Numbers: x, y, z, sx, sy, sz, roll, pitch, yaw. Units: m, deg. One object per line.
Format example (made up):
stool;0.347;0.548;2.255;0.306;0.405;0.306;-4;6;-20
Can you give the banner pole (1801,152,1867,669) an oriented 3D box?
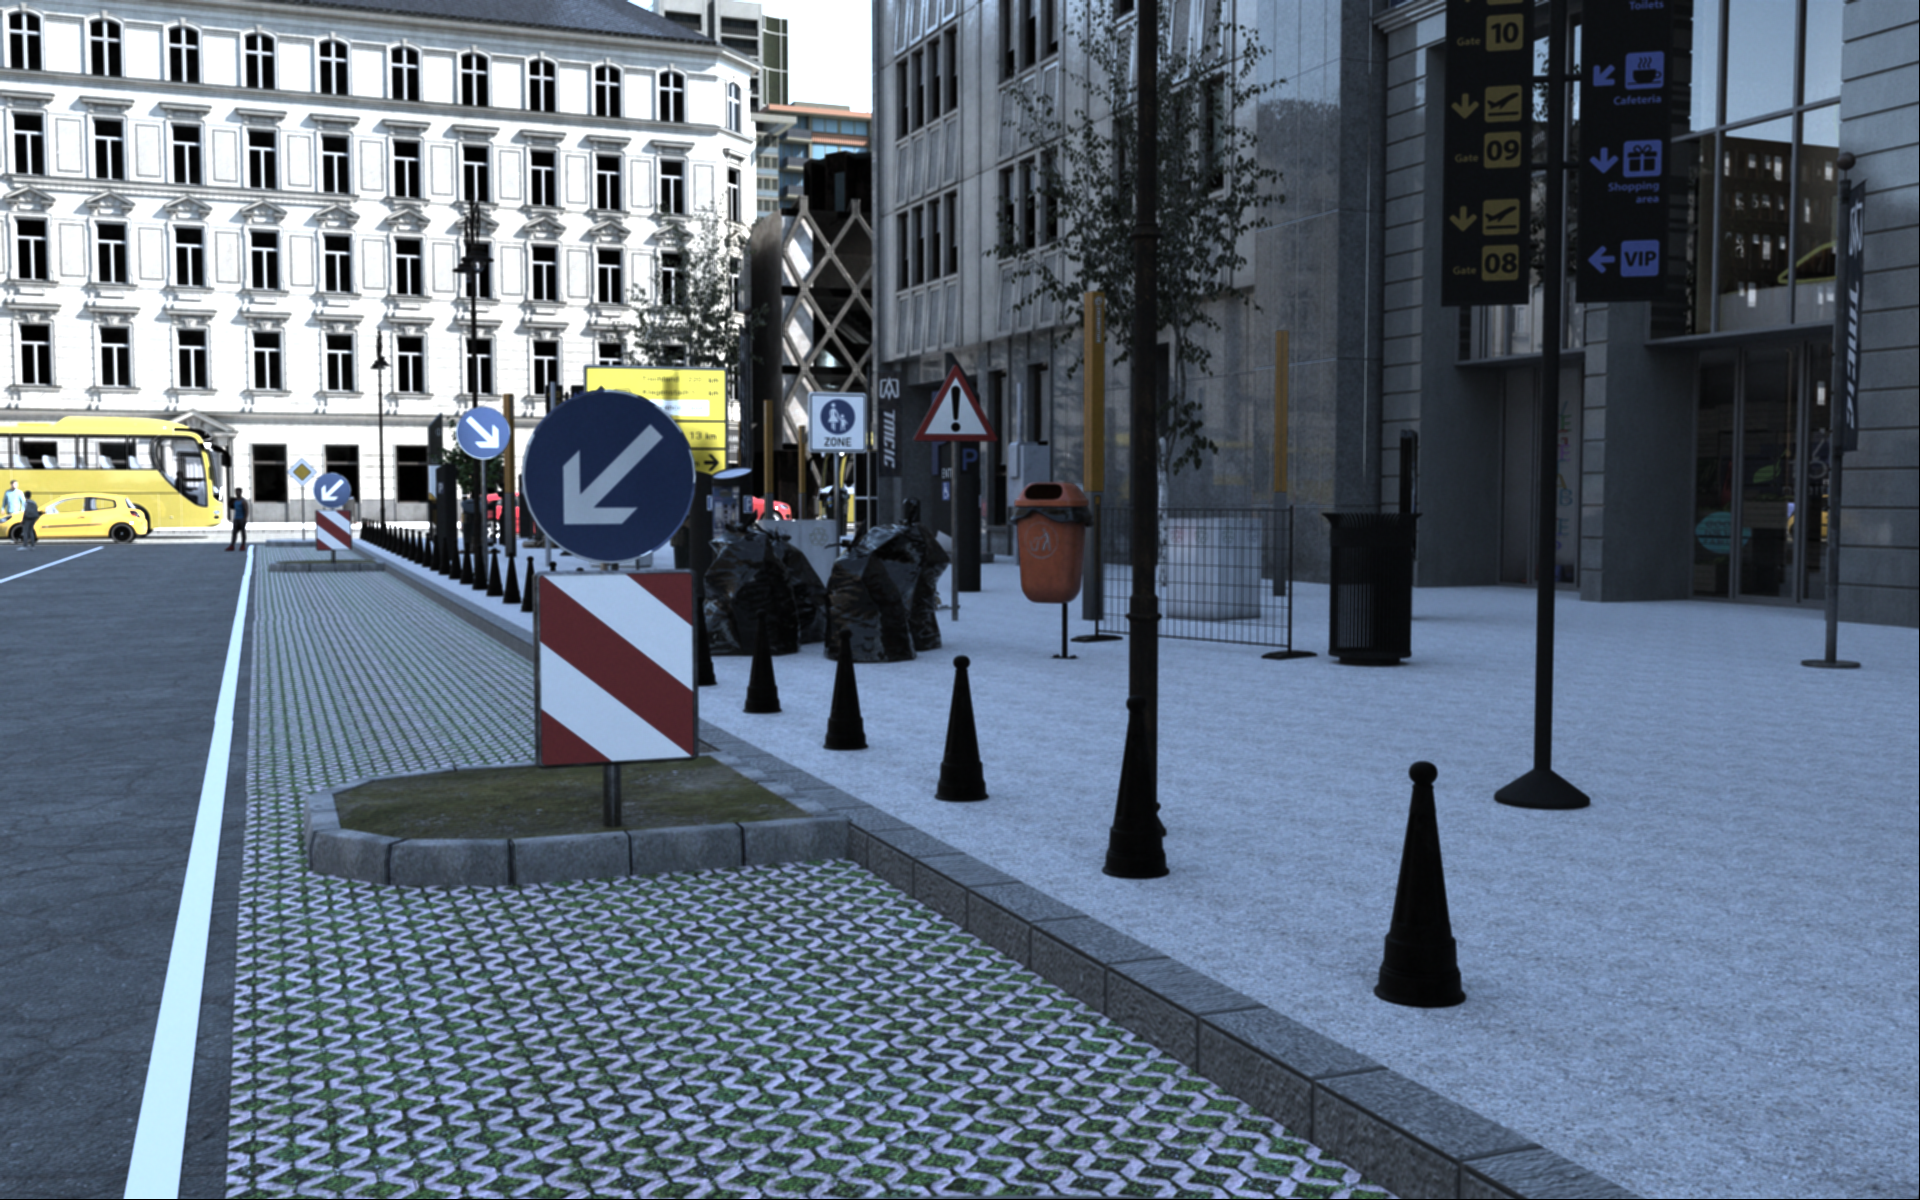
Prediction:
banner pole;6.431;-1.380;12.580;0.401;3.779;0.863;1;4;15

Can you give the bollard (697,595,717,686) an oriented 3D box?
bollard;-1.753;0.268;11.659;0.229;0.601;0.229;0;3;0

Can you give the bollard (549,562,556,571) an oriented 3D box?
bollard;-4.100;-0.087;17.456;0.229;0.601;0.229;0;3;0

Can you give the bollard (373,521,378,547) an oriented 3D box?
bollard;-14.063;-1.594;42.099;0.229;0.601;0.229;0;3;0

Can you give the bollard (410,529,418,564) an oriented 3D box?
bollard;-9.967;-0.974;31.962;0.229;0.601;0.229;0;3;0

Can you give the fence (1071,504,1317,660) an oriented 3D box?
fence;1.895;-0.193;14.366;0.480;1.192;2.264;-3;5;-42

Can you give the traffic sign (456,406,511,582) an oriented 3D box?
traffic sign;-6.940;-1.539;25.272;0.768;2.556;0.104;-1;4;-15

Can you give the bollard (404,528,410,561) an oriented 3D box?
bollard;-10.548;-1.062;33.409;0.229;0.601;0.229;0;3;0

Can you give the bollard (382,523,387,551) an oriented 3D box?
bollard;-12.889;-1.416;39.198;0.229;0.601;0.229;0;3;0

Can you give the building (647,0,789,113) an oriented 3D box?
building;-35.280;-49.886;253.886;20.611;71.187;20.563;-1;4;-22

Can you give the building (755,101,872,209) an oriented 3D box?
building;-15.718;-33.173;197.001;28.867;44.769;22.147;-1;4;-22

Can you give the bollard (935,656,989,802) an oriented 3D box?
bollard;0.007;0.534;7.308;0.229;0.601;0.229;0;3;0

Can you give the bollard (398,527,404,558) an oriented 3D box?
bollard;-11.133;-1.151;34.855;0.229;0.601;0.229;0;3;0

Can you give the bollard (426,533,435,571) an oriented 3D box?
bollard;-8.789;-0.796;29.063;0.229;0.601;0.229;0;3;0

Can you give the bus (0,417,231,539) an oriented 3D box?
bus;-29.883;-3.890;55.142;12.252;3.916;2.896;-1;4;-21

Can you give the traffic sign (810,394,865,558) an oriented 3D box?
traffic sign;-1.244;-0.942;17.529;0.606;2.300;0.079;-1;4;-21

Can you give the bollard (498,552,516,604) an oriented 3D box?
bollard;-5.272;-0.265;20.371;0.229;0.601;0.229;0;3;0

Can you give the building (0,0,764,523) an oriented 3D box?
building;-32.365;-18.763;83.186;44.131;29.872;17.030;-1;4;-22

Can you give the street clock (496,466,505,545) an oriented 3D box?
street clock;-11.588;-2.410;43.967;0.471;2.002;0.358;1;4;17

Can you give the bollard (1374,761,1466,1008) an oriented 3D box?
bollard;1.177;0.711;4.417;0.229;0.601;0.229;0;3;0

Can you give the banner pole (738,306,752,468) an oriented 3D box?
banner pole;-2.841;-2.014;22.938;0.401;3.779;0.863;0;4;3

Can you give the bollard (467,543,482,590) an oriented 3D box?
bollard;-6.447;-0.442;23.266;0.229;0.601;0.229;0;3;0

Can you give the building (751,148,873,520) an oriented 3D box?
building;-3.239;-13.846;93.827;16.811;18.784;16.820;-1;4;-22

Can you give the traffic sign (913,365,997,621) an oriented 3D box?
traffic sign;-0.053;-1.069;17.486;0.884;2.594;0.081;-1;4;-18

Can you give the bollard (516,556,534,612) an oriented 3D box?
bollard;-4.691;-0.176;18.924;0.229;0.601;0.229;0;3;0

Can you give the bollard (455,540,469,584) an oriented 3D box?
bollard;-7.032;-0.530;24.712;0.229;0.601;0.229;0;3;0

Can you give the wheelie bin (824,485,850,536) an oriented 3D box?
wheelie bin;-3.766;-2.770;53.201;0.693;1.594;0.980;1;4;11

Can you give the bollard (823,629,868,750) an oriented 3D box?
bollard;-0.580;0.445;8.760;0.229;0.601;0.229;0;3;0

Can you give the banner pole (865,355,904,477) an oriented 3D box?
banner pole;-1.414;-2.515;31.143;0.863;3.779;0.401;1;4;17

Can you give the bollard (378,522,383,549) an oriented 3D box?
bollard;-13.478;-1.505;40.653;0.229;0.601;0.229;0;3;0

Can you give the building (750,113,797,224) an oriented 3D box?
building;-33.931;-28.843;163.463;32.217;40.220;23.993;-1;4;-22

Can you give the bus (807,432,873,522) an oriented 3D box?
bus;0.174;-4.766;69.468;12.252;3.916;2.896;-1;4;-21

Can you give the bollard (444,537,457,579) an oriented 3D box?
bollard;-7.616;-0.619;26.161;0.229;0.601;0.229;0;3;0

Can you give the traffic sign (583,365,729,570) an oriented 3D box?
traffic sign;-4.821;-2.062;27.583;2.265;3.308;0.079;-1;4;-15

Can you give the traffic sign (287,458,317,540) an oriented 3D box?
traffic sign;-18.173;-2.706;47.891;0.795;2.450;0.064;-1;4;-22

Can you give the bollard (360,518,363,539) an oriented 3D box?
bollard;-16.424;-1.950;47.921;0.229;0.601;0.229;0;3;0

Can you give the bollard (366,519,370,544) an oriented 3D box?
bollard;-15.237;-1.771;44.990;0.229;0.601;0.229;0;3;0

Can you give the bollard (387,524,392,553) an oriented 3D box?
bollard;-12.307;-1.328;37.751;0.229;0.601;0.229;0;3;0

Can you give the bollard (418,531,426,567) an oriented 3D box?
bollard;-9.375;-0.885;30.519;0.229;0.601;0.229;0;3;0

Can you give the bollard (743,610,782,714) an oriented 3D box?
bollard;-1.167;0.356;10.213;0.229;0.601;0.229;0;3;0

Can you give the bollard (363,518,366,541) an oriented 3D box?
bollard;-15.826;-1.860;46.459;0.229;0.601;0.229;0;3;0

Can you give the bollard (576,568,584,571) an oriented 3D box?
bollard;-3.508;0.002;16.005;0.229;0.601;0.229;0;3;0

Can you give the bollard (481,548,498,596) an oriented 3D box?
bollard;-5.861;-0.353;21.821;0.229;0.601;0.229;0;3;0

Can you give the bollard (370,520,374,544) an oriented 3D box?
bollard;-14.645;-1.682;43.546;0.229;0.601;0.229;0;3;0

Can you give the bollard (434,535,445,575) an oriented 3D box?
bollard;-8.205;-0.707;27.605;0.229;0.601;0.229;0;3;0

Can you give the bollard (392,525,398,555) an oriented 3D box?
bollard;-11.719;-1.239;36.303;0.229;0.601;0.229;0;3;0

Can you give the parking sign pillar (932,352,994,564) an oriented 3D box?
parking sign pillar;-0.079;-2.688;32.414;1.447;3.967;1.447;-2;4;-24

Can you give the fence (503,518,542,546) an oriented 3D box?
fence;-10.358;-1.707;43.277;2.069;0.683;0.278;-1;4;-20

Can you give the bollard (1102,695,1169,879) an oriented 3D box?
bollard;0.597;0.622;5.865;0.229;0.601;0.229;0;3;0
